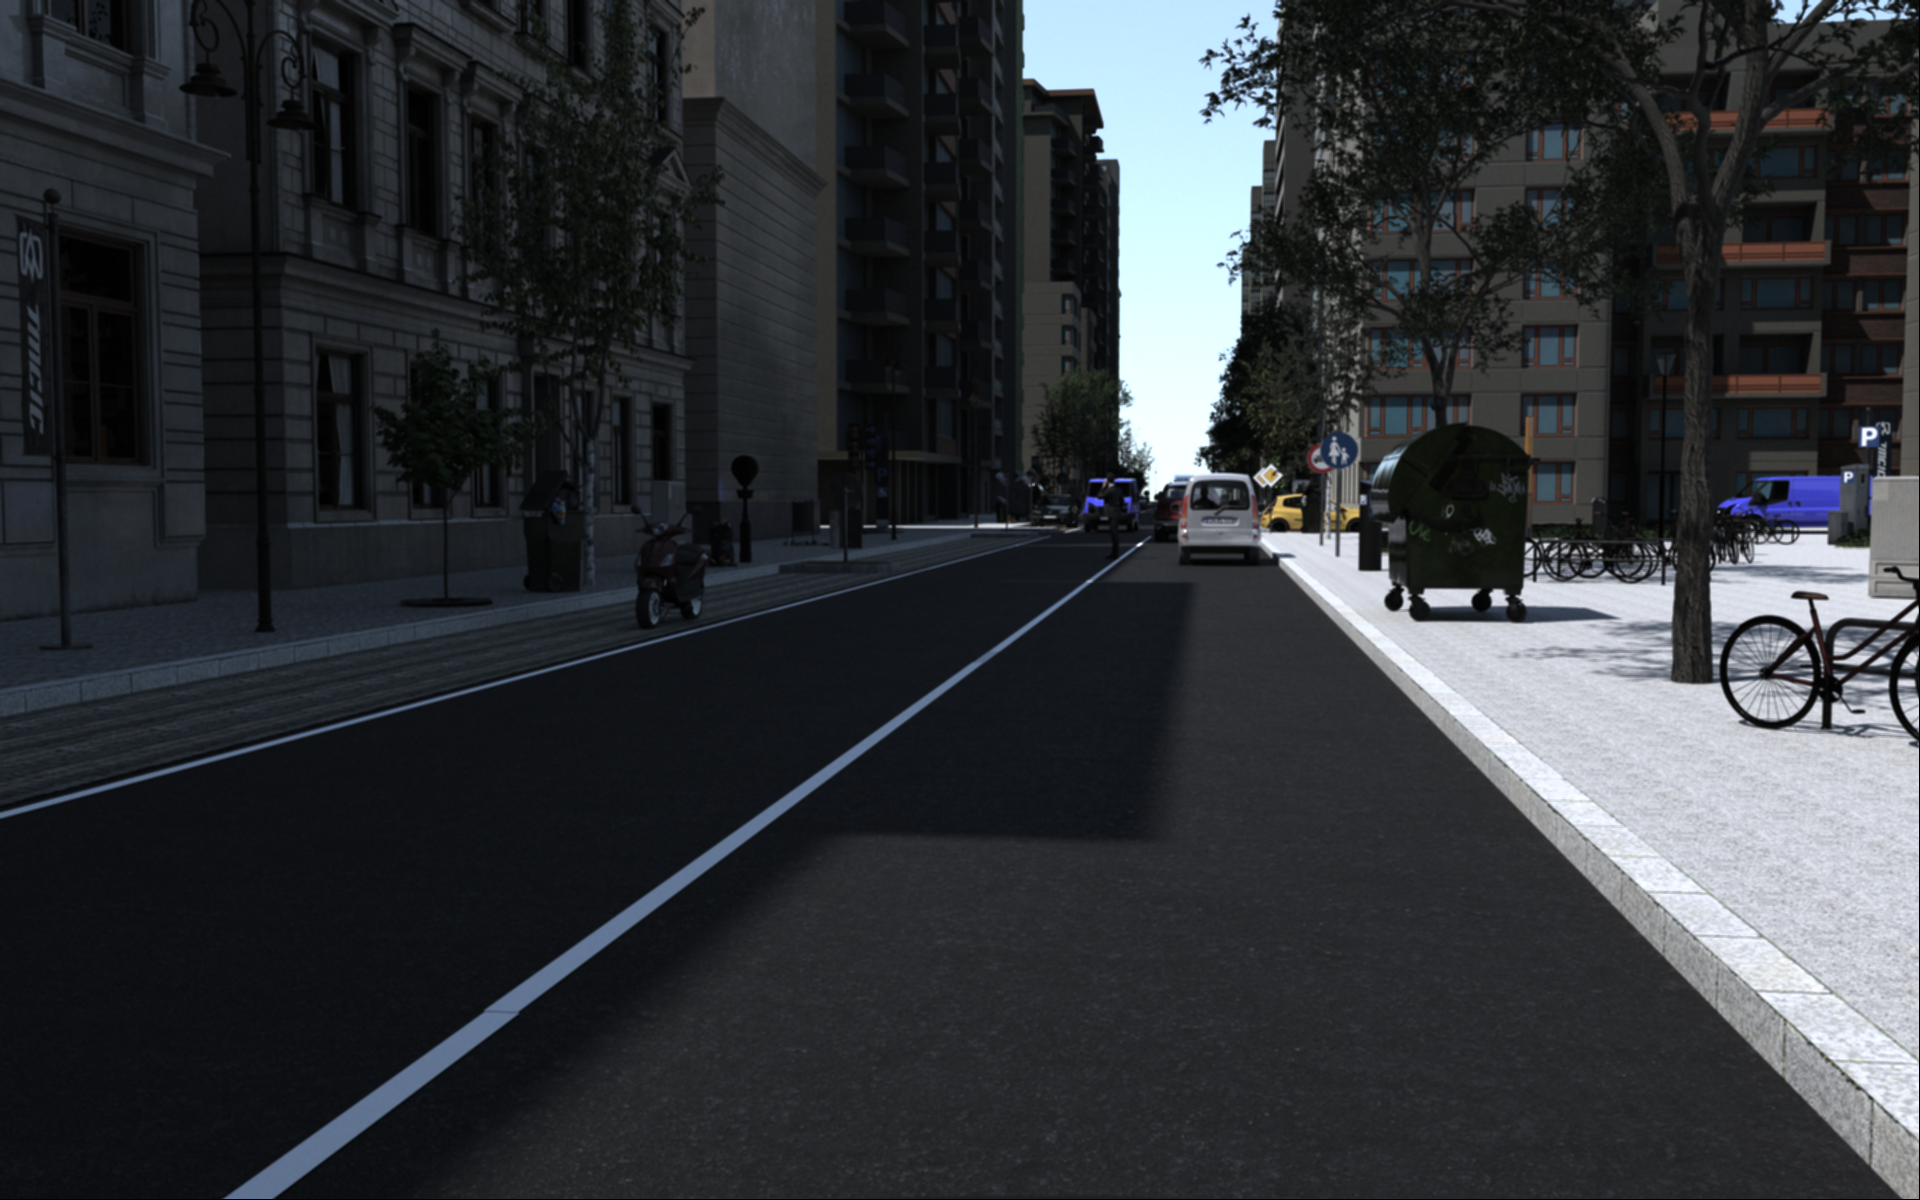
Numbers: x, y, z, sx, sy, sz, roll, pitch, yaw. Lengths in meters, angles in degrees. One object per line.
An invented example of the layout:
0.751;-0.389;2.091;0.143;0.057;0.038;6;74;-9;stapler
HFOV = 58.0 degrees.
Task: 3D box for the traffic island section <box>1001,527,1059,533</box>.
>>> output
2.672;-2.649;65.597;2.009;0.180;2.903;1;4;8;traffic island section

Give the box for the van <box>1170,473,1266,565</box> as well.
5.415;-1.791;36.295;2.013;2.044;4.112;0;4;8;van

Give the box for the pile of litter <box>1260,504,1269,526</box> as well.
12.494;-3.433;70.098;1.176;0.858;1.719;1;4;14;pile of litter

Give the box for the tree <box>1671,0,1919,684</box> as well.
4.686;-4.707;11.365;7.601;10.594;8.767;-2;4;-29;tree

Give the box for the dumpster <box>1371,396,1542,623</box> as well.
5.142;-0.953;18.079;1.502;2.255;1.985;1;4;8;dumpster

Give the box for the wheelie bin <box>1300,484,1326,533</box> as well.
11.588;-2.984;56.692;0.693;1.594;0.980;3;5;43;wheelie bin

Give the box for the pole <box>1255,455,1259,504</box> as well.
15.455;-5.889;90.135;0.158;3.312;0.155;0;3;0;pole

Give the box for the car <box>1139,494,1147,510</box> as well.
15.819;-8.776;155.489;2.014;1.417;4.499;0;4;6;car

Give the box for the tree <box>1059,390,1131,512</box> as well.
8.776;-10.402;120.437;4.360;8.622;3.978;0;3;0;tree

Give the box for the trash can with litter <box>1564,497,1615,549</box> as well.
14.917;-1.847;41.251;2.233;1.210;1.678;-3;4;-38;trash can with litter

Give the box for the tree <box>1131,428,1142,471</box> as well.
16.776;-13.918;177.927;4.360;8.622;3.978;0;3;0;tree

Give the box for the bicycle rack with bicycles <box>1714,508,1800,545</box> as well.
20.447;-1.937;45.058;2.852;0.926;2.925;-2;4;-35;bicycle rack with bicycles

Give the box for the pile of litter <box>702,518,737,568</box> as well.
-4.506;-1.035;30.884;1.176;0.858;1.719;0;4;5;pile of litter

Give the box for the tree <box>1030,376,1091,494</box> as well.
6.147;-9.682;108.666;4.737;8.622;4.395;0;3;0;tree

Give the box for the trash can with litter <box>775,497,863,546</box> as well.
-3.527;-1.969;43.249;2.233;1.210;1.678;-1;4;-9;trash can with litter

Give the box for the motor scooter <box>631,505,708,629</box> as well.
-3.173;-0.385;19.064;0.815;1.314;1.986;1;4;9;motor scooter

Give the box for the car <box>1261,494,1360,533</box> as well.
12.294;-2.992;59.141;3.980;1.641;2.015;1;4;9;car

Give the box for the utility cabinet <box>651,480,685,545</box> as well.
-4.804;-1.220;28.620;0.318;1.500;1.173;0;4;4;utility cabinet

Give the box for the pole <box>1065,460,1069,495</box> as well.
6.392;-6.707;103.507;0.158;3.312;0.155;0;3;0;pole

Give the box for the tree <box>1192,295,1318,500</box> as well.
18.079;-11.114;98.726;9.611;12.733;9.660;0;3;0;tree

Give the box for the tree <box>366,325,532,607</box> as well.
-6.089;-1.557;20.059;1.663;3.219;1.824;0;3;0;tree

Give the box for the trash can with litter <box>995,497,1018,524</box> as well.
2.053;-3.938;75.779;1.055;1.170;0.624;3;4;37;trash can with litter

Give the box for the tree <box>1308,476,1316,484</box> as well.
20.936;-6.783;105.504;1.663;3.219;1.824;0;3;0;tree

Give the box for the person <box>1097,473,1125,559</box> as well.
3.328;-1.863;38.327;0.474;1.900;0.648;2;4;28;person

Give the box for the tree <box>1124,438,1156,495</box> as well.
23.743;-16.990;228.155;4.737;8.622;4.395;0;3;0;tree

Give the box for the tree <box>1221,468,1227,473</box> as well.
40.219;-18.856;258.650;4.360;8.622;3.978;0;3;0;tree

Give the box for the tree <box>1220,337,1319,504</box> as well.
14.826;-8.050;81.975;4.737;8.622;4.395;0;3;0;tree

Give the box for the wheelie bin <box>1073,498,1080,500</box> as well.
8.481;-7.314;127.492;0.693;1.594;0.980;1;4;8;wheelie bin

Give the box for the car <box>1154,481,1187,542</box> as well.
7.089;-2.734;53.369;2.281;1.827;5.304;1;4;9;car

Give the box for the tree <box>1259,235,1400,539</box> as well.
10.520;-6.056;49.375;4.360;8.622;3.978;0;3;0;tree

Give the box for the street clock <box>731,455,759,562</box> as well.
-4.031;-1.708;32.502;0.471;2.002;0.358;0;4;8;street clock

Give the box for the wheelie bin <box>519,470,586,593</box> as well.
-5.360;-0.914;22.846;0.693;1.594;0.980;-3;5;-44;wheelie bin

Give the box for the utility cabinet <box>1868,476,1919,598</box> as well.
11.782;-0.761;21.129;1.173;1.500;0.318;2;4;35;utility cabinet

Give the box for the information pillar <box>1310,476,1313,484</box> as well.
17.440;-5.785;85.937;0.183;3.616;0.504;1;4;17;information pillar

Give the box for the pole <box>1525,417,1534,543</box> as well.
14.992;-3.170;45.680;0.158;3.312;0.155;0;3;0;pole

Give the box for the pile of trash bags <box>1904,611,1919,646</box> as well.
9.846;-0.304;14.728;3.447;1.369;1.912;-2;4;-28;pile of trash bags

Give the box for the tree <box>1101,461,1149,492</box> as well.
15.219;-11.232;167.362;4.285;4.588;4.351;0;3;0;tree

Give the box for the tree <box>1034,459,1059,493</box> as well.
4.271;-6.051;93.540;1.663;3.219;1.824;0;3;0;tree

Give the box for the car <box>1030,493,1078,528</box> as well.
4.048;-3.914;73.784;2.009;1.686;4.222;1;4;9;car

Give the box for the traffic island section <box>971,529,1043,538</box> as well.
1.538;-2.166;57.693;2.009;0.180;2.903;1;4;8;traffic island section

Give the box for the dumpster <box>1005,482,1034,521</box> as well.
2.808;-4.663;81.994;1.264;1.857;1.865;1;4;8;dumpster

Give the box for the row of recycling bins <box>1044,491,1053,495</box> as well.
5.532;-7.798;134.607;3.534;1.692;1.069;1;4;18;row of recycling bins

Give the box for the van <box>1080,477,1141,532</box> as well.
5.896;-3.833;67.051;2.240;2.365;5.245;1;4;9;van

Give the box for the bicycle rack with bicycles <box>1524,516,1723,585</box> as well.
9.513;-0.757;25.757;2.925;0.926;2.852;2;4;31;bicycle rack with bicycles

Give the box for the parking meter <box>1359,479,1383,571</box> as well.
6.872;-1.258;28.985;0.372;1.533;0.369;0;3;0;parking meter

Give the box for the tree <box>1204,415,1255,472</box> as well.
34.945;-18.089;221.516;9.928;11.665;9.643;0;3;0;tree

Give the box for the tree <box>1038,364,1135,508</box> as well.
10.022;-12.949;137.472;9.928;11.665;9.643;0;3;0;tree

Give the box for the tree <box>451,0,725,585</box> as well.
-5.304;-4.534;24.494;4.737;8.622;4.395;0;3;0;tree

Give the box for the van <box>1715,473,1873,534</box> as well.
28.449;-3.326;58.765;5.245;2.365;2.240;0;4;7;van

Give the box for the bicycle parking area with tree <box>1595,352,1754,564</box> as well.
16.786;-2.898;34.389;8.231;4.147;9.016;2;4;33;bicycle parking area with tree

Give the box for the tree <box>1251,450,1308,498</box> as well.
13.932;-4.995;76.273;1.663;3.219;1.824;0;3;0;tree

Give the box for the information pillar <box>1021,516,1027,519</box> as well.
3.363;-5.288;90.954;0.304;2.012;0.304;1;4;14;information pillar

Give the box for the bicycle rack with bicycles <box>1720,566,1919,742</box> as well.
5.842;0.281;8.796;2.852;0.926;2.925;-1;4;-23;bicycle rack with bicycles

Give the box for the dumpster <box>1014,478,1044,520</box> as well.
3.266;-4.994;84.142;1.502;2.255;1.985;1;4;8;dumpster
